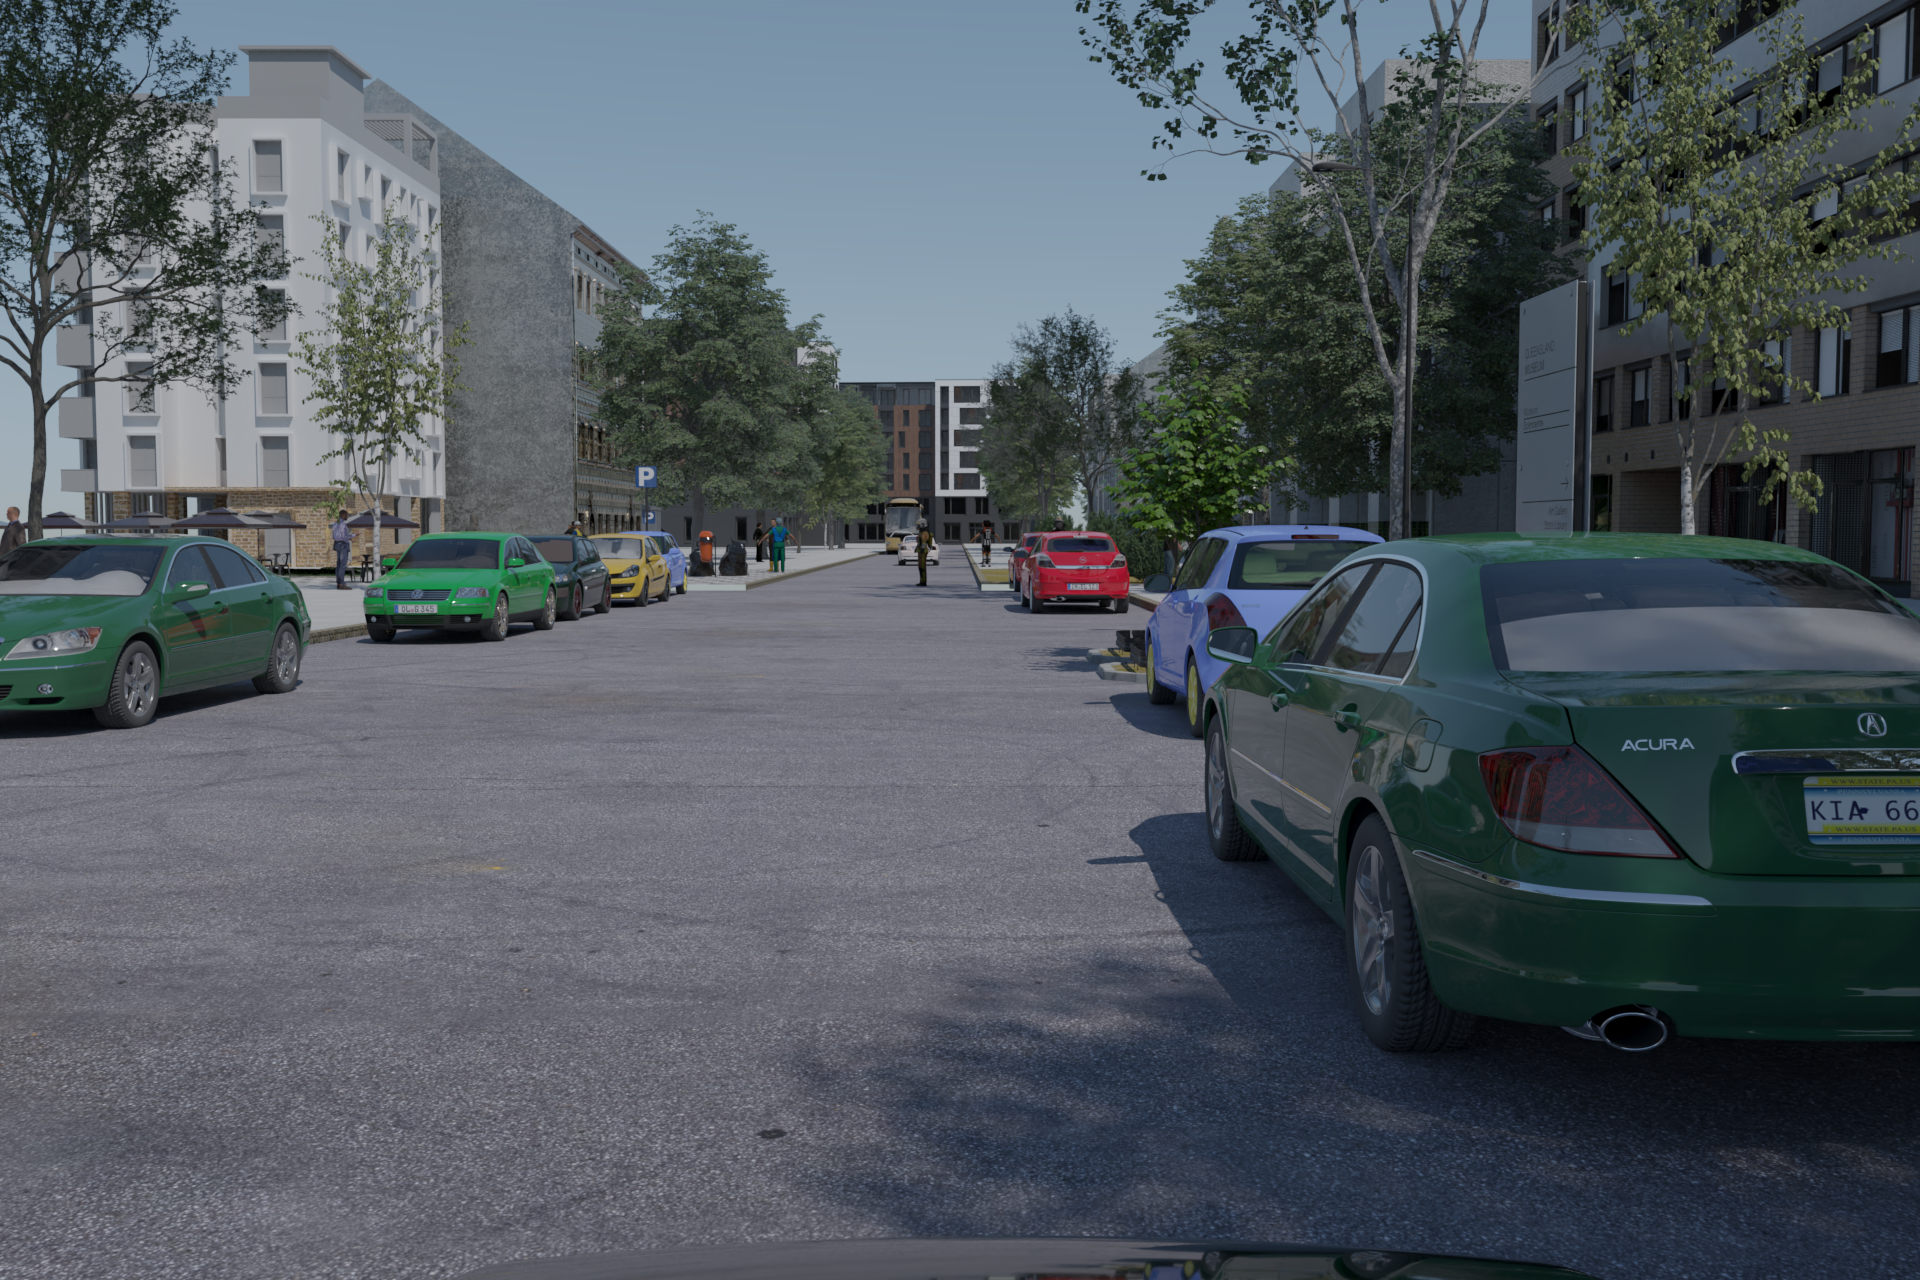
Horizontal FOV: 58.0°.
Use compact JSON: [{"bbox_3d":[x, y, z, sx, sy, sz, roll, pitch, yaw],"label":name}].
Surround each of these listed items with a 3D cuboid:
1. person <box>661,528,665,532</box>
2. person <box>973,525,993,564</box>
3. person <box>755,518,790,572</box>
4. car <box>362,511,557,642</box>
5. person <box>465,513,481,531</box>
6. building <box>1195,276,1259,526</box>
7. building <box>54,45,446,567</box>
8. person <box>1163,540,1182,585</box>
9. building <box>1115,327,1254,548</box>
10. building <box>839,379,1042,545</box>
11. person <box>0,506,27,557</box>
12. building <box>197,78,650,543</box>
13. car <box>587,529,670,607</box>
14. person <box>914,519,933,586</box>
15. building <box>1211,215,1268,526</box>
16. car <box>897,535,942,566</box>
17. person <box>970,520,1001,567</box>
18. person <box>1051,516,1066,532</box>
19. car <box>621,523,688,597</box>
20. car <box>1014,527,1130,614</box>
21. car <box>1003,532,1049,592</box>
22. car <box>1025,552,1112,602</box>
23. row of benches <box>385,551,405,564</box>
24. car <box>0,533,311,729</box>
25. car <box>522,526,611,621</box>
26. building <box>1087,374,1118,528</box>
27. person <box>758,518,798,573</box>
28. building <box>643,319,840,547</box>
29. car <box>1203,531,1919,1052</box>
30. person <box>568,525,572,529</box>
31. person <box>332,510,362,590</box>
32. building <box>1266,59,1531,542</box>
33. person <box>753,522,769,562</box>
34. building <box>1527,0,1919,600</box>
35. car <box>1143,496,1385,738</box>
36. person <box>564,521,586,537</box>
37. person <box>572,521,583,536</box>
[{"bbox_3d":[-8.706,-2.612,49.433,1.216,1.740,0.721,-2,4,-35],"label":"person"},{"bbox_3d":[1.046,-4.151,74.141,0.705,1.796,1.348,3,4,36],"label":"person"},{"bbox_3d":[-6.348,-3.233,58.995,1.346,1.812,0.704,2,4,24],"label":"person"},{"bbox_3d":[-6.977,-0.960,24.490,1.959,1.807,4.718,0,4,0],"label":"car"},{"bbox_3d":[-12.370,-2.330,44.228,1.348,1.813,0.705,3,5,42],"label":"person"},{"bbox_3d":[22.501,-16.579,127.491,16.016,20.090,11.380,0,4,0],"label":"building"},{"bbox_3d":[-29.278,-12.973,68.522,16.016,20.090,11.380,0,4,0],"label":"building"},{"bbox_3d":[4.834,-2.049,39.713,0.705,1.803,1.348,0,4,-6],"label":"person"},{"bbox_3d":[25.182,-20.613,167.956,19.493,23.208,18.063,0,3,0],"label":"building"},{"bbox_3d":[-4.529,-24.135,241.036,32.646,21.610,27.936,0,4,4],"label":"building"},{"bbox_3d":[-16.329,-1.421,29.831,0.990,1.755,0.434,3,5,41],"label":"person"},{"bbox_3d":[-27.982,-16.036,93.110,19.493,23.208,18.063,0,4,0],"label":"building"},{"bbox_3d":[-7.011,-1.531,35.255,2.015,1.641,3.980,0,3,0],"label":"car"},{"bbox_3d":[-1.061,-2.409,47.605,0.705,1.858,1.354,-1,4,-9],"label":"person"},{"bbox_3d":[20.252,-15.141,103.970,16.016,20.090,11.380,0,4,0],"label":"building"},{"bbox_3d":[-1.879,-4.121,79.739,2.083,1.381,4.827,0,4,0],"label":"car"},{"bbox_3d":[1.024,-3.743,67.341,1.345,1.843,0.704,-2,4,-24],"label":"person"},{"bbox_3d":[2.331,-1.995,40.857,1.354,1.856,0.705,1,4,15],"label":"person"},{"bbox_3d":[-7.355,-1.855,39.921,1.945,1.707,3.694,0,4,0],"label":"car"},{"bbox_3d":[2.116,-1.449,32.734,2.155,1.783,4.494,0,4,-1],"label":"car"},{"bbox_3d":[2.190,-2.150,44.189,2.155,1.783,4.494,0,4,-1],"label":"car"},{"bbox_3d":[2.329,-1.709,37.729,2.009,1.686,4.222,0,4,-1],"label":"car"},{"bbox_3d":[-18.985,-2.949,63.678,4.104,0.672,1.422,0,4,-2],"label":"row of benches"},{"bbox_3d":[-6.968,-0.151,14.260,2.131,1.459,4.920,0,3,0],"label":"car"},{"bbox_3d":[-7.178,-1.228,29.864,2.009,1.686,4.222,0,4,0],"label":"car"},{"bbox_3d":[24.300,-20.404,200.056,16.747,18.905,31.486,0,3,0],"label":"building"},{"bbox_3d":[-5.994,-3.128,57.272,1.347,1.817,0.704,-1,4,-17],"label":"person"},{"bbox_3d":[-27.660,-20.629,181.251,27.936,21.610,32.646,0,4,0],"label":"building"},{"bbox_3d":[2.039,0.341,6.228,2.131,1.459,4.920,0,4,-1],"label":"car"},{"bbox_3d":[-18.896,-4.699,83.635,0.721,1.733,1.217,-1,4,-9],"label":"person"},{"bbox_3d":[-14.090,-2.076,39.852,0.599,1.838,0.709,-3,5,-42],"label":"person"},{"bbox_3d":[24.155,-12.652,73.325,16.747,18.905,31.486,0,3,0],"label":"building"},{"bbox_3d":[-9.098,-4.437,78.727,0.705,1.806,1.347,-3,4,-37],"label":"person"},{"bbox_3d":[28.332,-13.826,32.631,21.656,26.213,47.522,0,4,0],"label":"building"},{"bbox_3d":[2.442,-0.239,13.496,1.945,1.707,3.694,0,4,-1],"label":"car"},{"bbox_3d":[-15.537,-3.877,69.615,1.346,1.802,0.704,-1,4,-21],"label":"person"},{"bbox_3d":[-14.468,-3.639,65.968,0.721,1.772,1.216,1,4,14],"label":"person"}]
